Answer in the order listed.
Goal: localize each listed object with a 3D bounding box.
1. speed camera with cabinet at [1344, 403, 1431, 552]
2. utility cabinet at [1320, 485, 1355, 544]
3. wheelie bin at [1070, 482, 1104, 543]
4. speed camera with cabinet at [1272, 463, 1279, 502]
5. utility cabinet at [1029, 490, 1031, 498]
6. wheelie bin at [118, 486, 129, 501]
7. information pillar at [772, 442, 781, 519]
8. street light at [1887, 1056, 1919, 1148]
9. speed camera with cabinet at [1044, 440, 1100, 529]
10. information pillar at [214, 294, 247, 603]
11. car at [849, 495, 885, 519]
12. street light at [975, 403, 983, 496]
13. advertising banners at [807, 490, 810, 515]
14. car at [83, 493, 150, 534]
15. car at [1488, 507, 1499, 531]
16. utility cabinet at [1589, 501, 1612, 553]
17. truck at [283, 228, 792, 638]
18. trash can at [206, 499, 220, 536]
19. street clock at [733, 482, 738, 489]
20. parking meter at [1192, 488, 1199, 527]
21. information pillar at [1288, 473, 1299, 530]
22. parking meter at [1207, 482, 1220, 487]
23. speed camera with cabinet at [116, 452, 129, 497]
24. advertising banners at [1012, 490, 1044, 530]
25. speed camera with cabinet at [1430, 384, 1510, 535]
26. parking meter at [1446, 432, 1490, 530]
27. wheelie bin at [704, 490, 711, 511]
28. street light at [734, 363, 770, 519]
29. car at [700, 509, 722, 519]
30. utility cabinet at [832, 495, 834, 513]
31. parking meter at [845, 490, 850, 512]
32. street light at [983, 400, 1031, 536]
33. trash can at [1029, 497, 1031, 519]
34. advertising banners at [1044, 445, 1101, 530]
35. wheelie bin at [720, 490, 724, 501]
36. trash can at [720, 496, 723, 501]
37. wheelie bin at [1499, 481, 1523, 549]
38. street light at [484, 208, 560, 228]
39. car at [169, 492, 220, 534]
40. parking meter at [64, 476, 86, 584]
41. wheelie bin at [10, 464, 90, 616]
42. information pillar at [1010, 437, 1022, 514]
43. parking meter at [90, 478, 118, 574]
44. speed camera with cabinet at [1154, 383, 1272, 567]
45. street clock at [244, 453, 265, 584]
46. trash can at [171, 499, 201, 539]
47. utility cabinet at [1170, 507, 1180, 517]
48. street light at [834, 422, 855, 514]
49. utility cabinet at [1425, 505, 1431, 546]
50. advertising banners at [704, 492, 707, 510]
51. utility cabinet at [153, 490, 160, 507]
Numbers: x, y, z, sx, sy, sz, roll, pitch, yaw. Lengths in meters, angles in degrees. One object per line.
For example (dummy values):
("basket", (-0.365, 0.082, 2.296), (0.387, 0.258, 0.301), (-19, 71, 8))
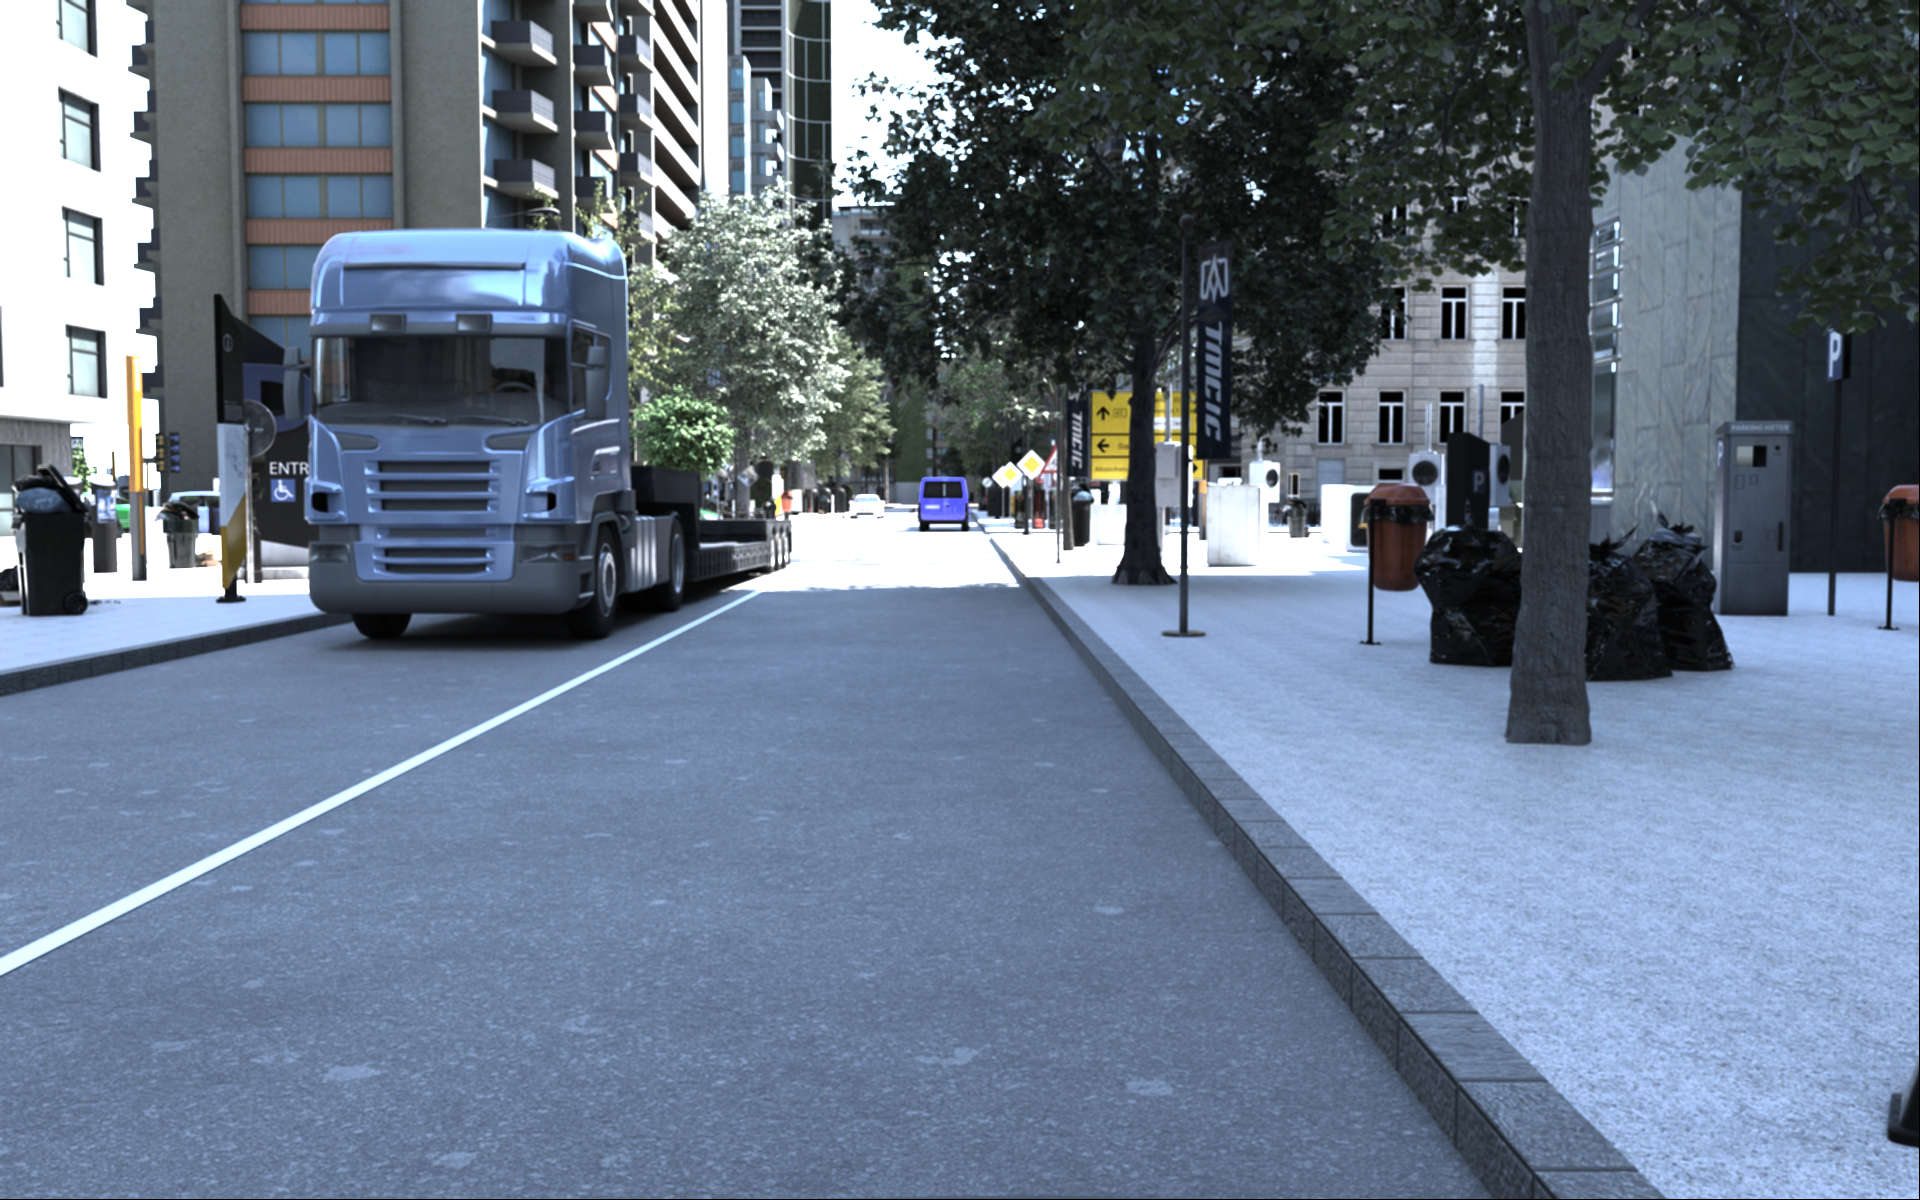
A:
("speed camera with cabinet", (9.524, -2.670, 37.996), (2.038, 3.252, 0.660), (1, 4, 22))
("utility cabinet", (9.704, -2.180, 44.329), (0.318, 1.500, 1.173), (3, 5, 44))
("wheelie bin", (3.125, -2.313, 45.725), (0.693, 1.594, 0.980), (-3, 5, -44))
("speed camera with cabinet", (8.047, -3.294, 48.186), (2.038, 3.252, 0.660), (-3, 5, -42))
("utility cabinet", (4.144, -5.779, 103.168), (1.173, 1.500, 0.318), (2, 4, 31))
("wheelie bin", (-32.818, -3.706, 68.500), (0.980, 1.594, 0.693), (-1, 4, -20))
("information pillar", (-8.204, -5.255, 77.274), (0.183, 3.616, 0.504), (2, 4, 34))
("street light", (1.484, -1.881, 3.301), (1.470, 5.913, 1.316), (0, 4, 0))
("speed camera with cabinet", (4.119, -4.246, 63.750), (2.038, 3.252, 0.660), (1, 4, 9))
("information pillar", (-8.647, -1.785, 20.539), (0.183, 3.616, 0.504), (0, 4, 5))
("car", (-5.462, -5.482, 101.989), (2.083, 1.381, 4.827), (0, 4, 0))
("street light", (1.348, -6.987, 86.775), (1.470, 5.913, 1.316), (0, 4, 0))
("advertising banners", (-9.528, -6.908, 109.129), (0.090, 3.025, 2.074), (0, 3, 0))
("car", (-29.257, -2.964, 57.263), (4.718, 1.807, 1.959), (0, 4, 0))
("car", (16.921, -2.819, 58.090), (4.499, 1.417, 2.014), (0, 4, 1))
("utility cabinet", (5.794, -0.312, 16.271), (0.306, 1.237, 1.020), (3, 5, 40))
("truck", (-4.594, -2.103, 24.137), (2.967, 4.110, 18.799), (0, 4, 1))
("trash can", (-22.733, -2.536, 53.121), (0.748, 1.137, 0.748), (0, 3, 0))
("street clock", (-11.461, -5.183, 89.312), (0.471, 2.002, 0.358), (2, 4, 35))
("parking meter", (9.271, -3.634, 67.824), (0.372, 1.533, 0.369), (0, 3, 0))
("information pillar", (11.896, -3.504, 61.788), (0.304, 2.012, 0.304), (-1, 4, -10))
("parking meter", (5.450, -1.748, 36.998), (0.372, 1.533, 0.369), (0, 3, 0))
("speed camera with cabinet", (-40.188, -5.406, 82.724), (0.660, 3.252, 2.038), (-3, 4, -38))
("advertising banners", (2.828, -4.052, 62.437), (2.074, 3.025, 0.090), (2, 4, 27))
("speed camera with cabinet", (9.100, -2.221, 30.651), (0.660, 3.252, 2.038), (3, 4, 38))
("parking meter", (4.858, -0.665, 16.579), (0.399, 1.863, 0.255), (-3, 4, -39))
("wheelie bin", (-17.895, -7.068, 123.476), (0.693, 1.594, 0.980), (-1, 4, -13))
("street light", (-7.411, -5.436, 61.421), (1.470, 5.913, 1.316), (0, 4, 0))
("car", (-10.411, -2.840, 58.236), (4.920, 1.459, 2.131), (0, 4, 0))
("utility cabinet", (-8.517, -6.478, 117.072), (0.306, 1.237, 1.020), (2, 4, 29))
("parking meter", (-7.851, -6.878, 120.868), (0.372, 1.533, 0.369), (0, 3, 0))
("street light", (1.531, -4.936, 53.242), (1.470, 5.913, 1.316), (0, 4, 0))
("trash can", (3.741, -4.682, 88.211), (0.748, 1.137, 0.748), (0, 3, 0))
("advertising banners", (4.110, -4.004, 61.655), (2.074, 3.025, 0.090), (0, 4, -7))
("wheelie bin", (-18.129, -7.635, 132.741), (0.980, 1.594, 0.693), (1, 4, 17))
("trash can", (-17.778, -7.070, 127.251), (0.748, 1.137, 0.748), (0, 3, 0))
("wheelie bin", (13.084, -2.013, 40.813), (0.980, 1.594, 0.693), (-2, 4, -23))
("street light", (-7.203, -3.409, 28.284), (1.470, 5.913, 1.316), (0, 4, 0))
("car", (-23.963, -2.853, 56.235), (3.694, 1.707, 1.945), (0, 4, 0))
("parking meter", (-12.735, -1.001, 24.773), (0.372, 1.533, 0.369), (0, 3, 0))
("wheelie bin", (-9.668, -0.641, 18.385), (0.693, 1.594, 0.980), (-3, 4, -38))
("information pillar", (2.293, -4.823, 70.216), (0.504, 3.616, 0.183), (0, 4, 1))
("parking meter", (-13.824, -1.197, 27.977), (0.372, 1.533, 0.369), (0, 3, 0))
("speed camera with cabinet", (4.420, -2.233, 30.847), (2.038, 3.252, 0.660), (1, 4, 22))
("street clock", (-10.070, -1.227, 24.627), (0.471, 2.002, 0.358), (3, 5, 44))
("trash can", (-21.075, -2.174, 47.202), (0.748, 1.137, 0.748), (0, 3, 0))
("utility cabinet", (11.851, -5.252, 97.026), (1.020, 1.237, 0.306), (0, 4, 1))
("street light", (-7.429, -8.506, 111.606), (1.470, 5.913, 1.316), (0, 4, 0))
("utility cabinet", (10.953, -1.810, 40.754), (1.020, 1.237, 0.306), (3, 5, 43))
("advertising banners", (-19.503, -8.424, 133.919), (2.074, 3.025, 0.090), (-1, 4, -15))
("utility cabinet", (-45.374, -5.513, 98.810), (0.318, 1.500, 1.173), (2, 4, 31))
